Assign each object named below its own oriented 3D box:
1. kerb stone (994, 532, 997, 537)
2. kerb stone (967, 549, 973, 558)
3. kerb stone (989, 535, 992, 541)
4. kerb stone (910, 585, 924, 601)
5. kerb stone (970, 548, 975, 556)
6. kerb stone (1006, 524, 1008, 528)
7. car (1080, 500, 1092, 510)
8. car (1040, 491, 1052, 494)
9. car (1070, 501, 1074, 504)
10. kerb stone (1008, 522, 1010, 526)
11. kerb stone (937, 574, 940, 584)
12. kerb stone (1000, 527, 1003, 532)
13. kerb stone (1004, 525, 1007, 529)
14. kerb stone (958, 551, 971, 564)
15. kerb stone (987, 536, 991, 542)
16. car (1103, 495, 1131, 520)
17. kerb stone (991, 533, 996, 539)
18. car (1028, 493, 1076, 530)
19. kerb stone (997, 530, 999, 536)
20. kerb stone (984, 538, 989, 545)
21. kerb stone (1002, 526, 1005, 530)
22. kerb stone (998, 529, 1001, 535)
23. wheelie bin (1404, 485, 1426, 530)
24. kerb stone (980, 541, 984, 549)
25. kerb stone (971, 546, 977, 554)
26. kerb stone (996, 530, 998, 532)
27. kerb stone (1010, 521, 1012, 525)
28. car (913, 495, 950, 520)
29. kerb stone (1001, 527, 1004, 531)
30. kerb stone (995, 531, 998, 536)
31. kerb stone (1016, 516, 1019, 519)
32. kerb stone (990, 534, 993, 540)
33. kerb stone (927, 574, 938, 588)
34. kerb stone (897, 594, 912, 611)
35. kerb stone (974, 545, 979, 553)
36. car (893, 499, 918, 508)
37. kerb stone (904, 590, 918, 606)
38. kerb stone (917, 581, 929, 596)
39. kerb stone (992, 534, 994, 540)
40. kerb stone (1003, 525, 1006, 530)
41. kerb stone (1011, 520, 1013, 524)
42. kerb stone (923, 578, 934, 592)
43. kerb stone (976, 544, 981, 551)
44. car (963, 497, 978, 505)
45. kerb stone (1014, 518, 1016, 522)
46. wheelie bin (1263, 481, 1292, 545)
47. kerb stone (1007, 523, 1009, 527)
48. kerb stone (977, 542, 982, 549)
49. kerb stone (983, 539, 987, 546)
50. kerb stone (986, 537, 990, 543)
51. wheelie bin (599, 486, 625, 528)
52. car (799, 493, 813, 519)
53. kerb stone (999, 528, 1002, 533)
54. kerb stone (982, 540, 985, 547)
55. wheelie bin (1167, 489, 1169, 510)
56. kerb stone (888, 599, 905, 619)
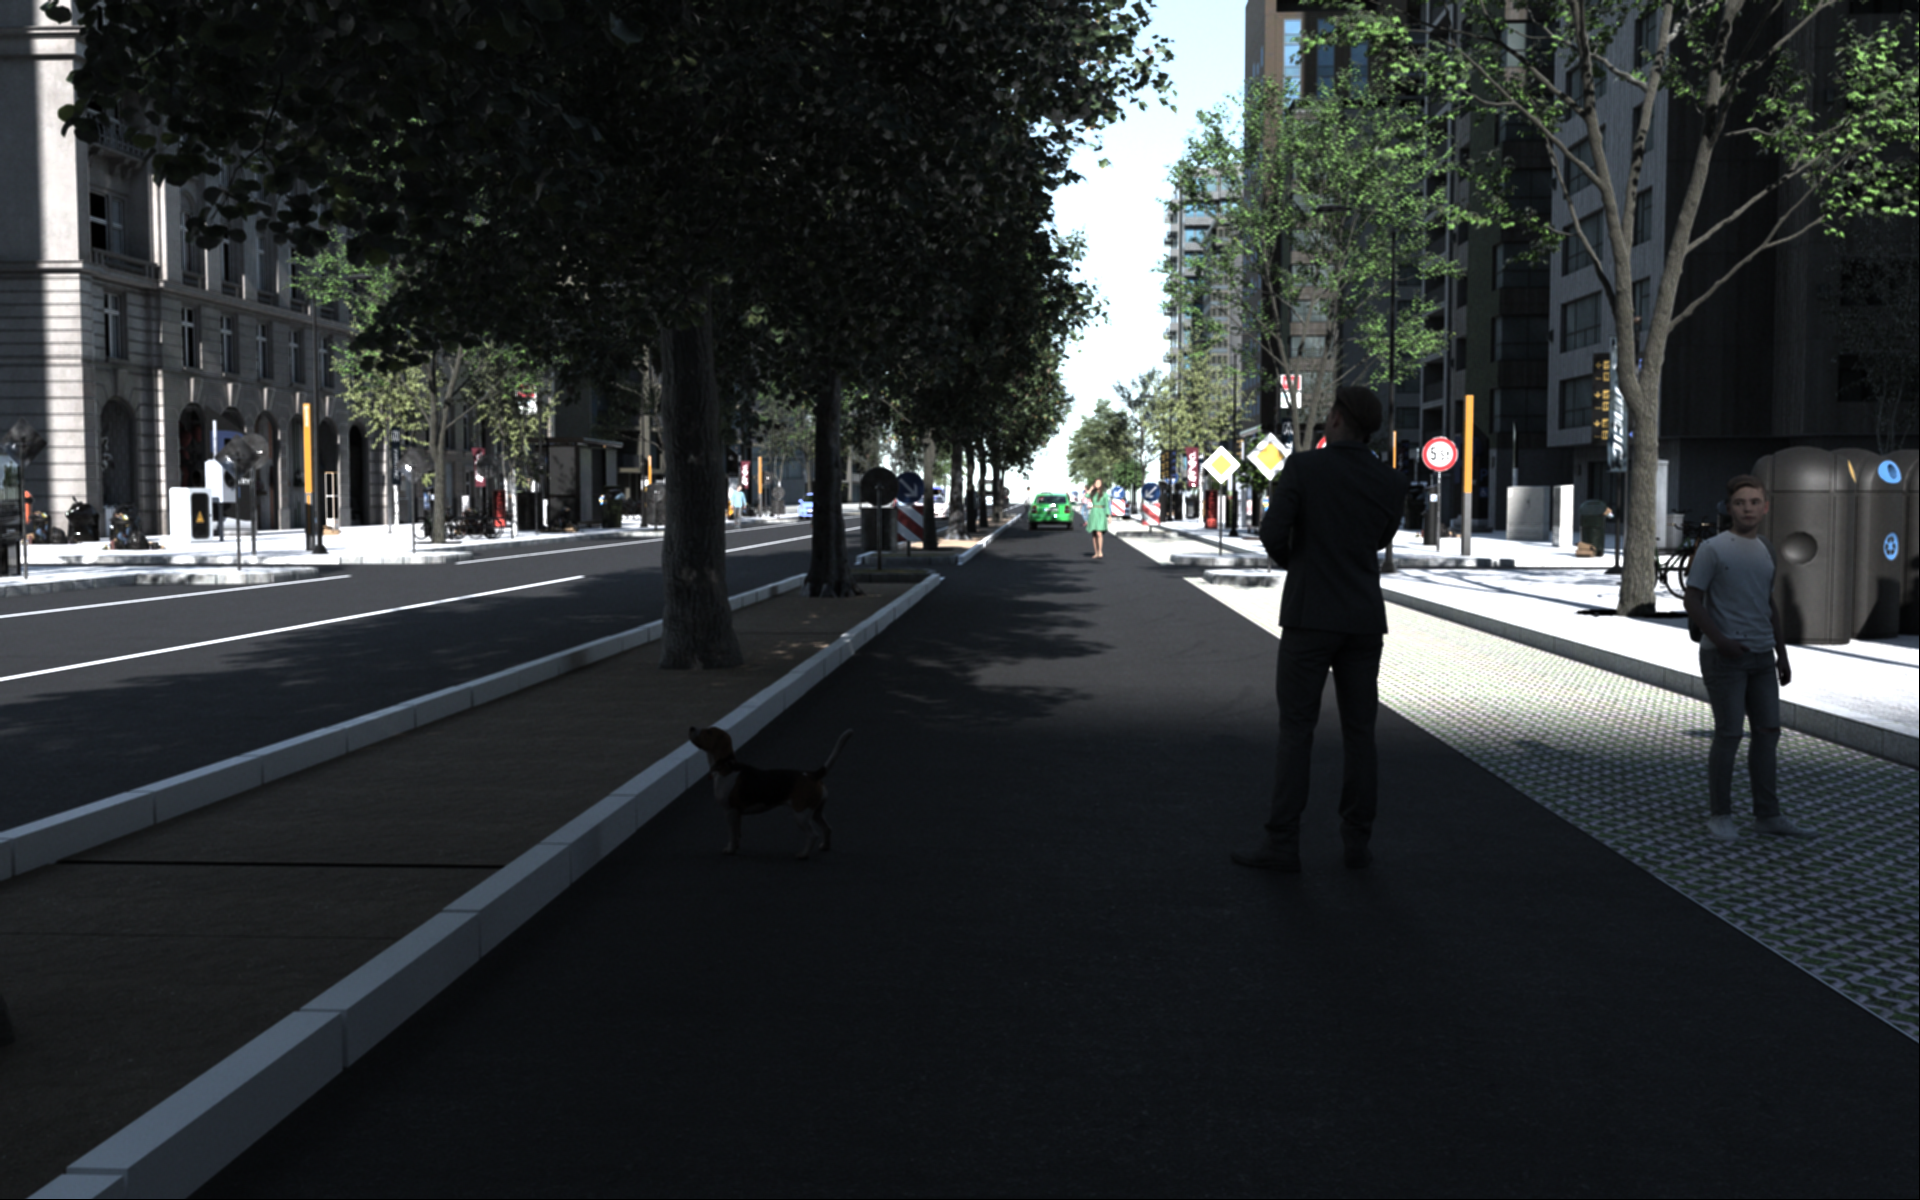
[{"bbox_3d":[0.997,-1.978,54.535,0.120,0.150,1.000,0,4,3],"label":"kerb stone"},{"bbox_3d":[0.156,-0.975,38.140,0.120,0.150,1.000,0,4,3],"label":"kerb stone"},{"bbox_3d":[0.778,-1.728,50.451,0.120,0.150,1.000,0,4,3],"label":"kerb stone"},{"bbox_3d":[-0.613,-0.065,23.252,0.120,0.150,1.000,0,4,3],"label":"kerb stone"},{"bbox_3d":[0.210,-1.034,39.173,0.120,0.150,1.000,0,4,3],"label":"kerb stone"},{"bbox_3d":[1.728,-2.855,68.877,0.120,0.150,1.000,0,4,3],"label":"kerb stone"},{"bbox_3d":[10.847,-7.962,142.759,1.945,1.354,3.894,0,4,3],"label":"car"},{"bbox_3d":[11.569,-13.717,232.939,2.281,1.827,5.304,0,4,4],"label":"car"},{"bbox_3d":[5.285,-5.238,95.428,2.009,1.686,4.222,0,4,4],"label":"car"},{"bbox_3d":[1.943,-3.100,72.959,0.120,0.150,1.000,0,4,3],"label":"kerb stone"},{"bbox_3d":[-0.406,-0.315,27.342,0.120,0.150,1.000,0,4,3],"label":"kerb stone"},{"bbox_3d":[1.363,-2.417,61.713,0.120,0.150,1.000,0,4,3],"label":"kerb stone"},{"bbox_3d":[1.632,-2.730,66.831,0.120,0.150,1.000,0,4,3],"label":"kerb stone"},{"bbox_3d":[0.098,-0.910,37.115,0.120,0.150,1.000,0,4,3],"label":"kerb stone"},{"bbox_3d":[0.733,-1.666,49.429,0.120,0.150,1.000,0,4,3],"label":"kerb stone"},{"bbox_3d":[8.286,-5.007,93.875,2.014,1.417,4.499,0,4,1],"label":"car"},{"bbox_3d":[0.944,-1.915,53.513,0.120,0.150,1.000,0,4,3],"label":"kerb stone"},{"bbox_3d":[3.732,-3.771,70.451,1.959,1.807,4.718,0,4,4],"label":"car"},{"bbox_3d":[1.152,-2.158,57.602,0.120,0.150,1.000,0,4,3],"label":"kerb stone"},{"bbox_3d":[0.635,-1.536,47.378,0.120,0.150,1.000,0,4,3],"label":"kerb stone"},{"bbox_3d":[1.475,-2.540,63.770,0.120,0.150,1.000,0,4,3],"label":"kerb stone"},{"bbox_3d":[1.214,-2.225,58.635,0.120,0.150,1.000,0,4,3],"label":"kerb stone"},{"bbox_3d":[16.419,-3.339,62.498,0.980,1.594,0.693,0,4,4],"label":"wheelie bin"},{"bbox_3d":[0.469,-1.352,44.303,0.120,0.150,1.000,0,4,3],"label":"kerb stone"},{"bbox_3d":[0.256,-1.101,40.202,0.120,0.150,1.000,0,4,3],"label":"kerb stone"},{"bbox_3d":[1.096,-2.103,56.577,0.120,0.150,1.000,0,4,3],"label":"kerb stone"},{"bbox_3d":[2.099,-3.292,76.027,0.120,0.150,1.000,0,4,3],"label":"kerb stone"},{"bbox_3d":[-1.609,-5.238,98.000,2.083,1.381,4.827,0,4,2],"label":"car"},{"bbox_3d":[1.420,-2.473,62.734,0.120,0.150,1.000,0,4,3],"label":"kerb stone"},{"bbox_3d":[1.049,-2.037,55.556,0.120,0.150,1.000,0,4,3],"label":"kerb stone"},{"bbox_3d":[2.891,-4.231,91.369,0.120,0.150,1.000,0,4,3],"label":"kerb stone"},{"bbox_3d":[0.836,-1.791,51.472,0.120,0.150,1.000,0,4,3],"label":"kerb stone"},{"bbox_3d":[-0.462,-0.252,26.321,0.120,0.150,1.000,0,4,3],"label":"kerb stone"},{"bbox_3d":[-0.722,0.061,21.202,0.120,0.150,1.000,0,4,3],"label":"kerb stone"},{"bbox_3d":[0.310,-1.164,41.224,0.120,0.150,1.000,0,4,3],"label":"kerb stone"},{"bbox_3d":[-3.774,-7.042,124.173,2.155,1.783,4.494,0,4,2],"label":"car"},{"bbox_3d":[-0.667,0.001,22.223,0.120,0.150,1.000,0,4,3],"label":"kerb stone"},{"bbox_3d":[-0.570,-0.127,24.274,0.120,0.150,1.000,0,4,3],"label":"kerb stone"},{"bbox_3d":[0.890,-1.849,52.493,0.120,0.150,1.000,0,4,3],"label":"kerb stone"},{"bbox_3d":[1.576,-2.665,65.811,0.120,0.150,1.000,0,4,3],"label":"kerb stone"},{"bbox_3d":[2.201,-3.418,78.072,0.120,0.150,1.000,0,4,3],"label":"kerb stone"},{"bbox_3d":[-0.513,-0.182,25.301,0.120,0.150,1.000,0,4,3],"label":"kerb stone"},{"bbox_3d":[0.365,-1.223,42.259,0.120,0.150,1.000,0,4,3],"label":"kerb stone"},{"bbox_3d":[1.447,-13.165,225.037,2.009,1.686,4.222,0,4,4],"label":"car"},{"bbox_3d":[2.518,-3.793,84.204,0.120,0.150,1.000,0,4,3],"label":"kerb stone"},{"bbox_3d":[7.596,-1.995,40.527,0.980,1.594,0.693,0,4,-1],"label":"wheelie bin"},{"bbox_3d":[1.836,-2.980,70.918,0.120,0.150,1.000,0,4,3],"label":"kerb stone"},{"bbox_3d":[0.419,-1.290,43.283,0.120,0.150,1.000,0,4,3],"label":"kerb stone"},{"bbox_3d":[0.568,-1.478,46.358,0.120,0.150,1.000,0,4,3],"label":"kerb stone"},{"bbox_3d":[0.682,-1.599,48.409,0.120,0.150,1.000,0,4,3],"label":"kerb stone"},{"bbox_3d":[-13.040,-3.497,65.092,0.980,1.594,0.693,-2,4,-32],"label":"wheelie bin"},{"bbox_3d":[-8.211,-5.480,99.187,1.945,1.707,3.694,0,4,3],"label":"car"},{"bbox_3d":[1.315,-2.354,60.680,0.120,0.150,1.000,0,4,3],"label":"kerb stone"},{"bbox_3d":[0.521,-1.415,45.330,0.120,0.150,1.000,0,4,3],"label":"kerb stone"},{"bbox_3d":[12.750,-6.101,107.666,0.693,1.594,0.980,-2,4,-35],"label":"wheelie bin"},{"bbox_3d":[-0.773,0.123,20.181,0.120,0.150,1.000,0,4,3],"label":"kerb stone"}]
